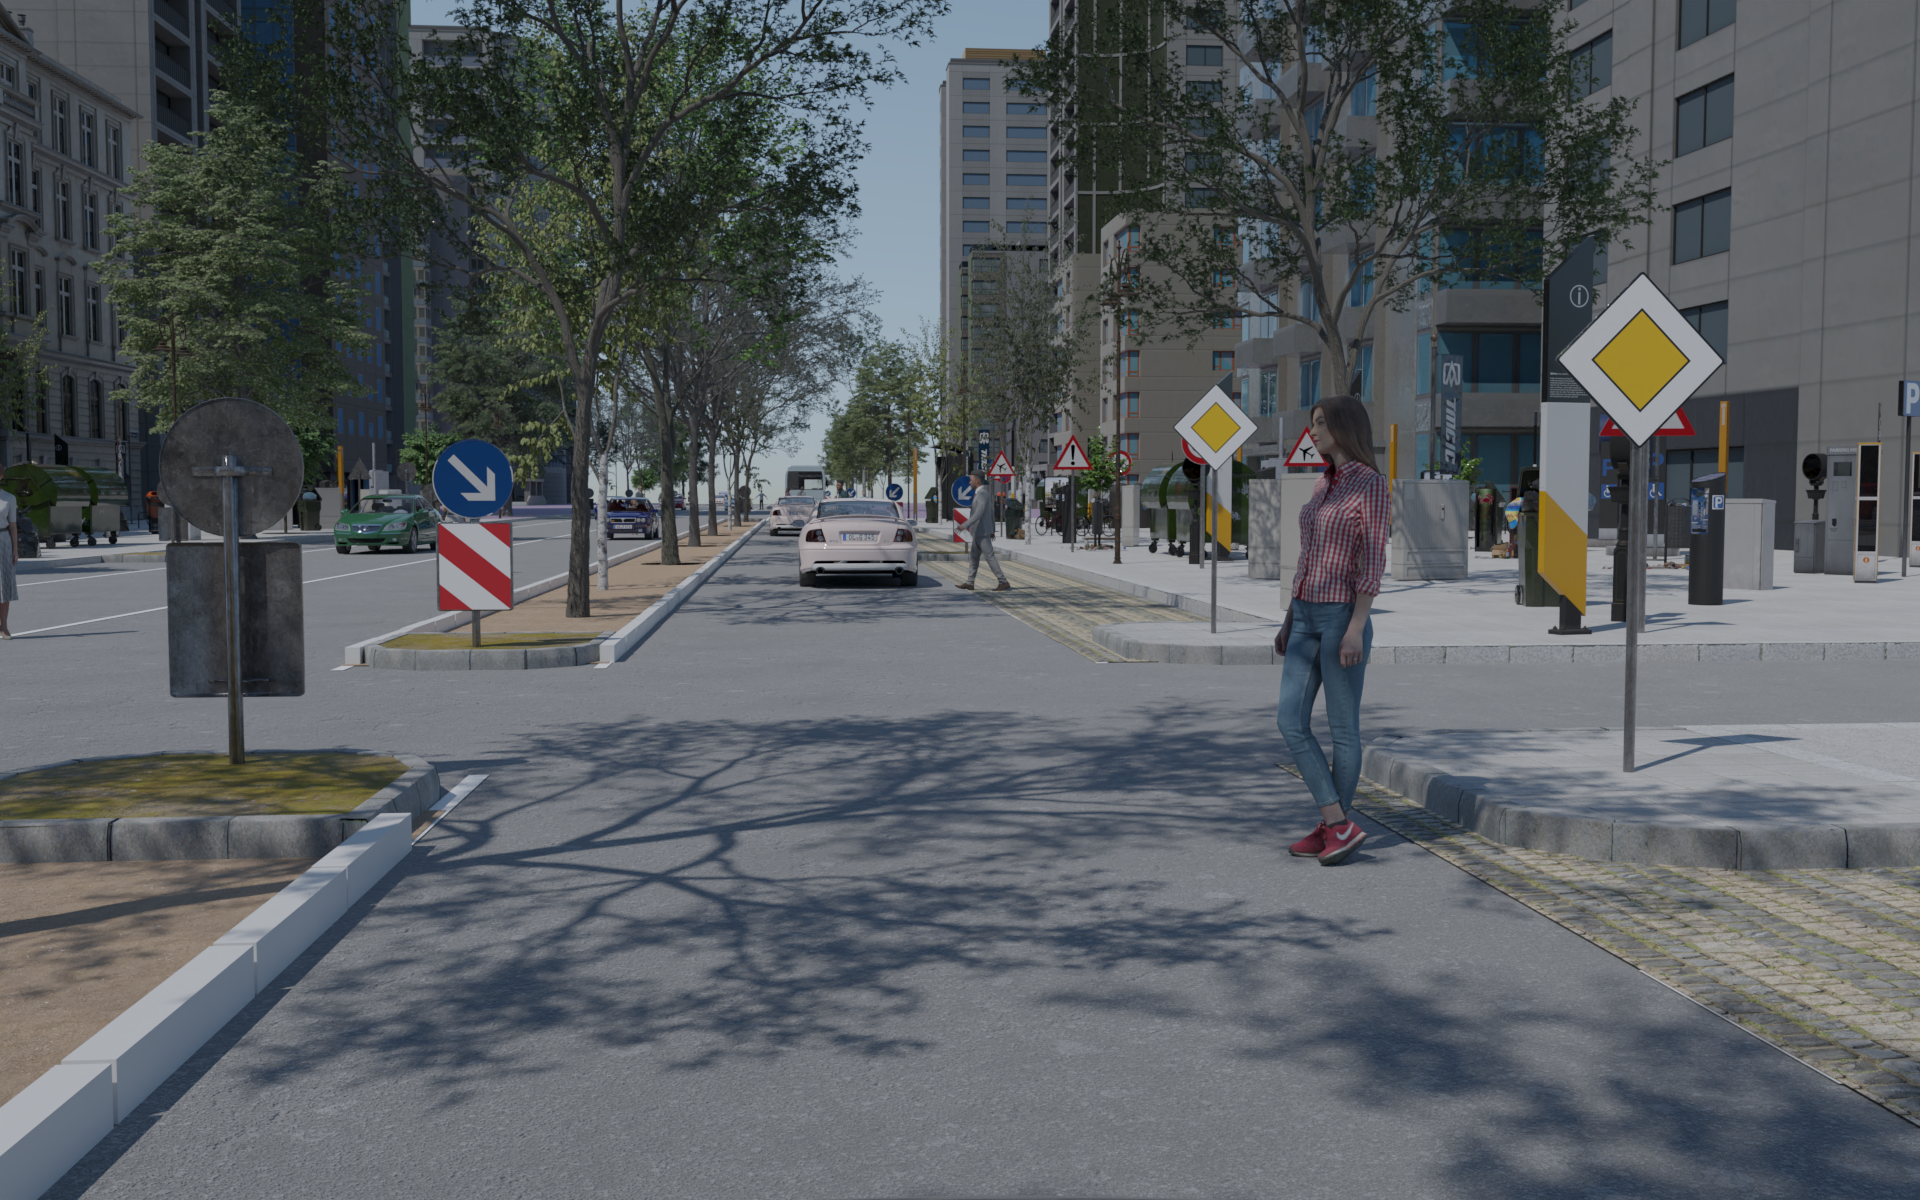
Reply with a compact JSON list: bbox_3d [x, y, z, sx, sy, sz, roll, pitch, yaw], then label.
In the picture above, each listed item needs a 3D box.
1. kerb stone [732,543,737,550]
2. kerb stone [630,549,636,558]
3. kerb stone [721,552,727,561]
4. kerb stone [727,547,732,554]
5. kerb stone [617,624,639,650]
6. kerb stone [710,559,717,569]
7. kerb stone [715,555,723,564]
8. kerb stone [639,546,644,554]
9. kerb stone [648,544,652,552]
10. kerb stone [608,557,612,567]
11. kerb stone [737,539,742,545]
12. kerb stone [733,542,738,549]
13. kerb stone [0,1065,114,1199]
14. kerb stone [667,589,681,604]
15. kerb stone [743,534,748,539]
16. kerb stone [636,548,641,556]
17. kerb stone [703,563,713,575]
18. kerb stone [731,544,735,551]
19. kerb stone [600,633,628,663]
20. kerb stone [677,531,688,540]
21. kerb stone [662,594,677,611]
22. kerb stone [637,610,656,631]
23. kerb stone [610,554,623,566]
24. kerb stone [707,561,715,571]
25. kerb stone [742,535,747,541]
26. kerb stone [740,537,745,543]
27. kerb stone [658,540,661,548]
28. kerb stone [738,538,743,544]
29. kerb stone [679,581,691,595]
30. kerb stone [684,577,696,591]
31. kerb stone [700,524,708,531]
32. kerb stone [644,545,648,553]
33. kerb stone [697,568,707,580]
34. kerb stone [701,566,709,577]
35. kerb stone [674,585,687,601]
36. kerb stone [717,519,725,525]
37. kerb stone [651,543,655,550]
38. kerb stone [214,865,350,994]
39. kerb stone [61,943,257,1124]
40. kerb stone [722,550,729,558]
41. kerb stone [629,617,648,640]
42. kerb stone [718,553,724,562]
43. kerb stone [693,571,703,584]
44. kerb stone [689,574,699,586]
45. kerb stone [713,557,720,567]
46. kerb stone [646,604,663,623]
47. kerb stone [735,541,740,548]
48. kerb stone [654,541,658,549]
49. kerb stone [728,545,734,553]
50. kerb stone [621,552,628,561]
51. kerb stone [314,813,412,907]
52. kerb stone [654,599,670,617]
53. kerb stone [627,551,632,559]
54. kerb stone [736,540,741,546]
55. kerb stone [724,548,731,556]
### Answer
[{"bbox_3d":[-5.651,-1.257,42.753,0.120,0.150,1.000,0,4,-5],"label":"kerb stone"},{"bbox_3d":[-7.352,-0.996,38.478,0.120,0.150,1.000,0,4,-5],"label":"kerb stone"},{"bbox_3d":[-5.066,-0.879,36.634,0.120,0.150,1.000,0,4,-5],"label":"kerb stone"},{"bbox_3d":[-5.357,-1.067,39.686,0.120,0.150,1.000,0,4,-5],"label":"kerb stone"},{"bbox_3d":[-3.139,0.365,16.228,0.120,0.150,1.000,0,4,-5],"label":"kerb stone"},{"bbox_3d":[-4.689,-0.633,32.541,0.120,0.150,1.000,0,4,-5],"label":"kerb stone"},{"bbox_3d":[-4.871,-0.758,34.588,0.120,0.150,1.000,0,4,-5],"label":"kerb stone"},{"bbox_3d":[-7.547,-1.120,40.515,0.120,0.150,1.000,0,4,-5],"label":"kerb stone"},{"bbox_3d":[-7.732,-1.242,42.564,0.120,0.150,1.000,0,4,-5],"label":"kerb stone"},{"bbox_3d":[-6.871,-0.684,33.382,0.120,0.150,1.000,0,4,-5],"label":"kerb stone"},{"bbox_3d":[-6.030,-1.506,46.823,0.120,0.150,1.000,0,4,-5],"label":"kerb stone"},{"bbox_3d":[-5.750,-1.320,43.770,0.120,0.150,1.000,0,4,-5],"label":"kerb stone"},{"bbox_3d":[-1.924,1.150,3.404,0.120,0.150,1.000,0,4,-5],"label":"kerb stone"},{"bbox_3d":[-3.724,-0.009,22.350,0.120,0.150,1.000,0,4,-5],"label":"kerb stone"},{"bbox_3d":[-6.515,-1.818,51.921,0.120,0.150,1.000,0,4,-5],"label":"kerb stone"},{"bbox_3d":[-7.450,-1.058,39.495,0.120,0.150,1.000,0,4,-5],"label":"kerb stone"},{"bbox_3d":[-4.485,-0.505,30.496,0.120,0.150,1.000,0,4,-5],"label":"kerb stone"},{"bbox_3d":[-5.553,-1.195,41.730,0.120,0.150,1.000,0,4,-5],"label":"kerb stone"},{"bbox_3d":[-3.044,0.428,15.202,0.120,0.150,1.000,0,4,-5],"label":"kerb stone"},{"bbox_3d":[-9.099,-2.120,56.855,0.120,0.150,1.000,0,4,-5],"label":"kerb stone"},{"bbox_3d":[-3.616,0.057,21.334,0.120,0.150,1.000,0,4,-5],"label":"kerb stone"},{"bbox_3d":[-3.331,0.240,18.270,0.120,0.150,1.000,0,4,-5],"label":"kerb stone"},{"bbox_3d":[-7.065,-0.809,35.417,0.120,0.150,1.000,0,4,-5],"label":"kerb stone"},{"bbox_3d":[-4.586,-0.571,31.524,0.120,0.150,1.000,0,4,-5],"label":"kerb stone"},{"bbox_3d":[-6.422,-1.756,50.904,0.120,0.150,1.000,0,4,-5],"label":"kerb stone"},{"bbox_3d":[-6.222,-1.628,48.866,0.120,0.150,1.000,0,4,-5],"label":"kerb stone"},{"bbox_3d":[-8.040,-1.430,45.622,0.120,0.150,1.000,0,4,-5],"label":"kerb stone"},{"bbox_3d":[-6.128,-1.564,47.845,0.120,0.150,1.000,0,4,-5],"label":"kerb stone"},{"bbox_3d":[-3.909,-0.134,24.385,0.120,0.150,1.000,0,4,-5],"label":"kerb stone"},{"bbox_3d":[-4.004,-0.196,25.403,0.120,0.150,1.000,0,4,-5],"label":"kerb stone"},{"bbox_3d":[-10.345,-2.930,70.104,0.120,0.150,1.000,0,4,-5],"label":"kerb stone"},{"bbox_3d":[-7.645,-1.178,41.533,0.120,0.150,1.000,0,4,-5],"label":"kerb stone"},{"bbox_3d":[-4.292,-0.383,28.461,0.120,0.150,1.000,0,4,-5],"label":"kerb stone"},{"bbox_3d":[-4.395,-0.444,29.478,0.120,0.150,1.000,0,4,-5],"label":"kerb stone"},{"bbox_3d":[-3.813,-0.072,23.368,0.120,0.150,1.000,0,4,-5],"label":"kerb stone"},{"bbox_3d":[-11.793,-3.865,85.393,0.120,0.150,1.000,0,4,-5],"label":"kerb stone"},{"bbox_3d":[-7.831,-1.306,43.581,0.120,0.150,1.000,0,4,-5],"label":"kerb stone"},{"bbox_3d":[-2.119,1.024,5.449,0.120,0.150,1.000,0,4,-5],"label":"kerb stone"},{"bbox_3d":[-2.021,1.087,4.426,0.120,0.150,1.000,0,4,-5],"label":"kerb stone"},{"bbox_3d":[-5.167,-0.935,37.651,0.120,0.150,1.000,0,4,-5],"label":"kerb stone"},{"bbox_3d":[-3.234,0.304,17.249,0.120,0.150,1.000,0,4,-5],"label":"kerb stone"},{"bbox_3d":[-4.978,-0.821,35.615,0.120,0.150,1.000,0,4,-5],"label":"kerb stone"},{"bbox_3d":[-4.202,-0.321,27.443,0.120,0.150,1.000,0,4,-5],"label":"kerb stone"},{"bbox_3d":[-4.106,-0.259,26.425,0.120,0.150,1.000,0,4,-5],"label":"kerb stone"},{"bbox_3d":[-4.781,-0.688,33.569,0.120,0.150,1.000,0,4,-5],"label":"kerb stone"},{"bbox_3d":[-3.433,0.177,19.294,0.120,0.150,1.000,0,4,-5],"label":"kerb stone"},{"bbox_3d":[-5.835,-1.382,44.789,0.120,0.150,1.000,0,4,-5],"label":"kerb stone"},{"bbox_3d":[-7.933,-1.368,44.605,0.120,0.150,1.000,0,4,-5],"label":"kerb stone"},{"bbox_3d":[-5.453,-1.133,40.713,0.120,0.150,1.000,0,4,-5],"label":"kerb stone"},{"bbox_3d":[-7.158,-0.869,36.435,0.120,0.150,1.000,0,4,-5],"label":"kerb stone"},{"bbox_3d":[-2.219,0.962,6.466,0.120,0.150,1.000,0,4,-5],"label":"kerb stone"},{"bbox_3d":[-3.527,0.119,20.312,0.120,0.150,1.000,0,4,-5],"label":"kerb stone"},{"bbox_3d":[-7.259,-0.933,37.452,0.120,0.150,1.000,0,4,-5],"label":"kerb stone"},{"bbox_3d":[-5.936,-1.443,45.806,0.120,0.150,1.000,0,4,-5],"label":"kerb stone"},{"bbox_3d":[-5.256,-1.005,38.669,0.120,0.150,1.000,0,4,-5],"label":"kerb stone"}]
